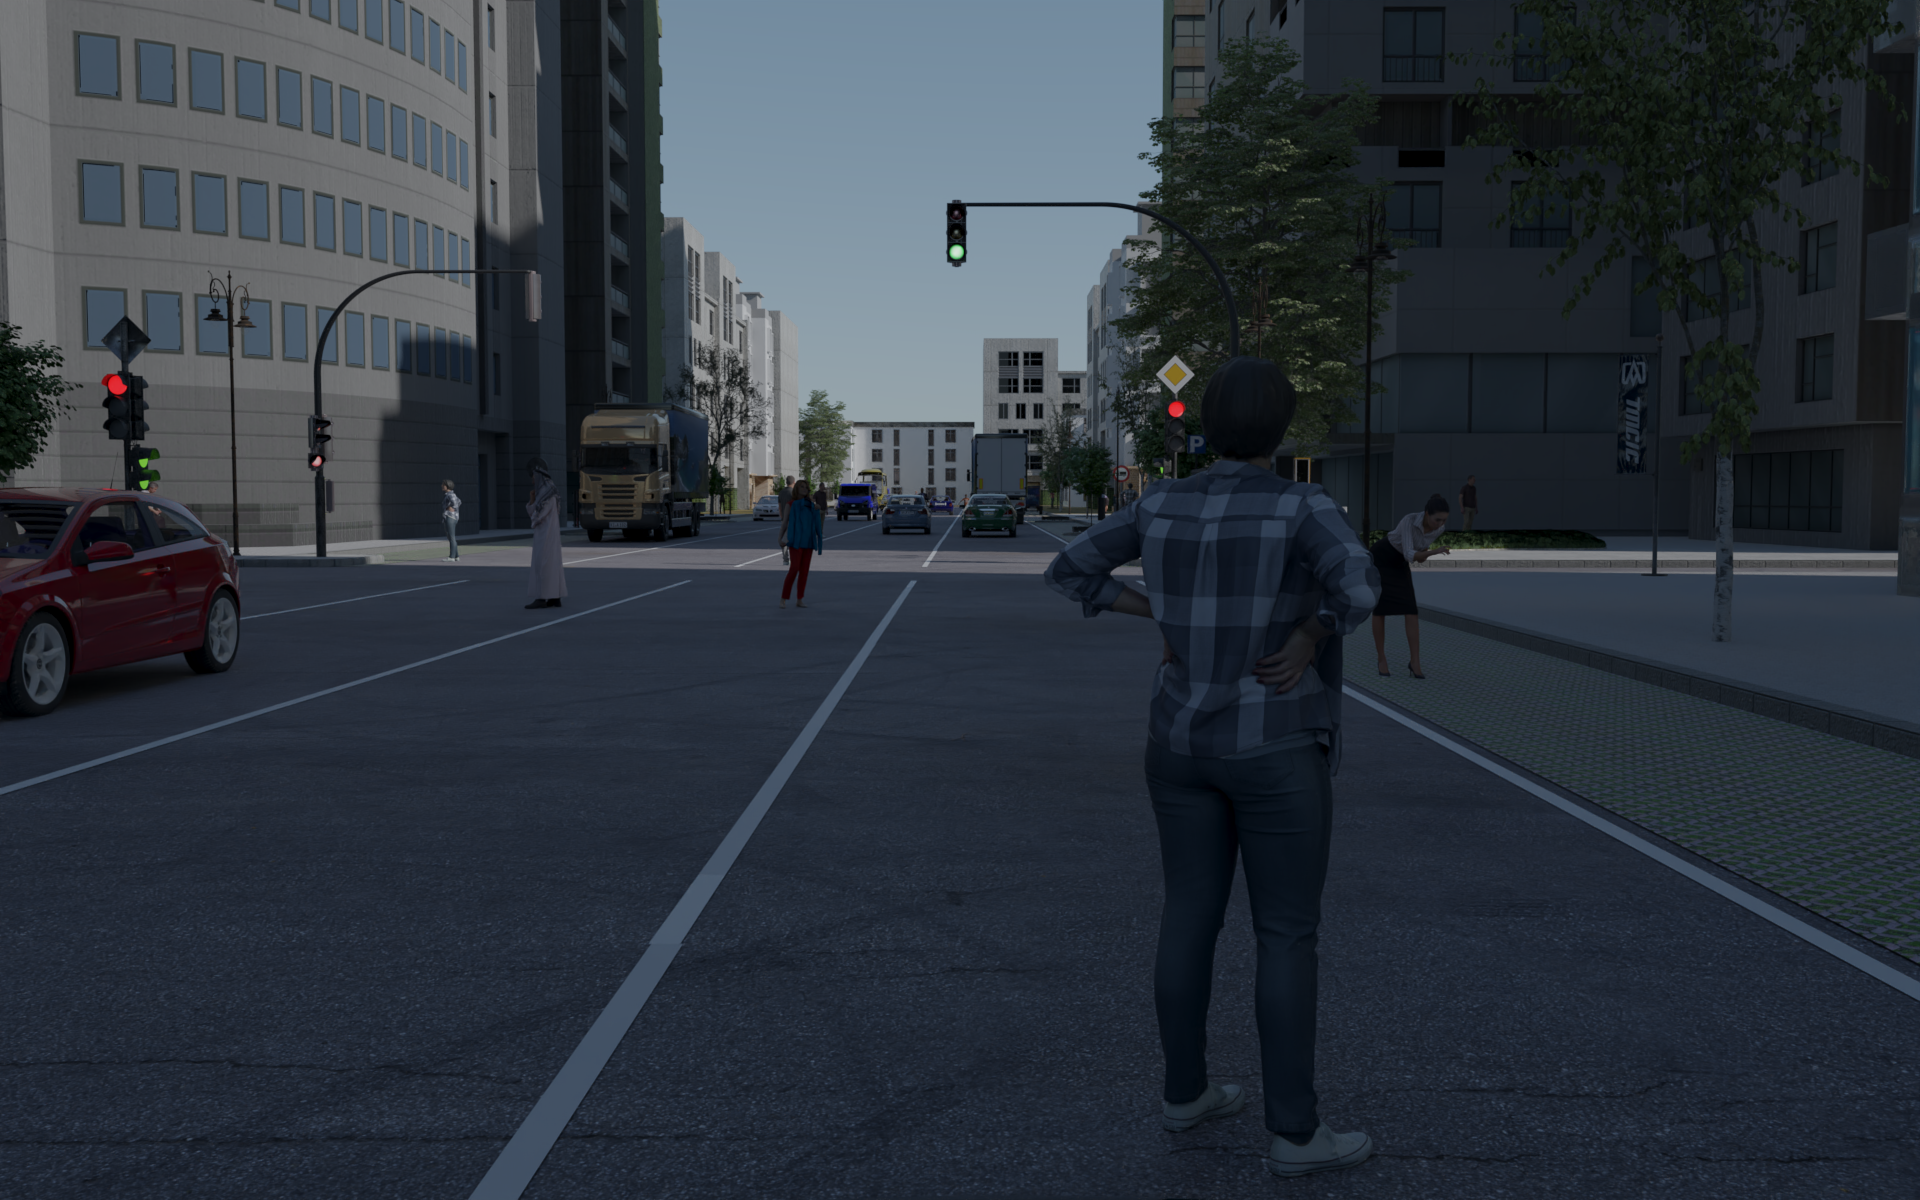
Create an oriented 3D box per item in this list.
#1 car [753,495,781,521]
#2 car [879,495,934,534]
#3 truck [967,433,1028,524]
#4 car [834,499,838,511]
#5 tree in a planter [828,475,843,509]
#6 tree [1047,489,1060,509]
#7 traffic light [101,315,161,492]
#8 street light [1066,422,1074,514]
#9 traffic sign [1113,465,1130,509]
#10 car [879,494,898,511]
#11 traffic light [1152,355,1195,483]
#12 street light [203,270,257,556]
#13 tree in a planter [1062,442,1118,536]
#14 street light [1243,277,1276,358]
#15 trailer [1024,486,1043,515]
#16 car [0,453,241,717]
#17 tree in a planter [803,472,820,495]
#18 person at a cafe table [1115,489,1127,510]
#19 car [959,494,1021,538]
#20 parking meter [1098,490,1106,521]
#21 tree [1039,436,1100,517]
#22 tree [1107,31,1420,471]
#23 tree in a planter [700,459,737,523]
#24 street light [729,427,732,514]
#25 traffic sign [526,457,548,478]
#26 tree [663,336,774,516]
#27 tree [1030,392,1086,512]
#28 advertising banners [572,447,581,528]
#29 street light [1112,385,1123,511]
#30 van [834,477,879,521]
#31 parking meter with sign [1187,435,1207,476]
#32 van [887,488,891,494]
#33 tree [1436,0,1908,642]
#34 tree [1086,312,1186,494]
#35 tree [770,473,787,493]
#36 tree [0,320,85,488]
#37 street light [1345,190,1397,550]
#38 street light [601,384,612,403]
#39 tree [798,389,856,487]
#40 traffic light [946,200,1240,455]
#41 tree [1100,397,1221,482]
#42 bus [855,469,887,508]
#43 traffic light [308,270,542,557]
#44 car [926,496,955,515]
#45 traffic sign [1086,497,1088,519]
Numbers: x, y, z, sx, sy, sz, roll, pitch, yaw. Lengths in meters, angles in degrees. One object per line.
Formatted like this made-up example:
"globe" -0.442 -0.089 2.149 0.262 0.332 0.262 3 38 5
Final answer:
"car" -10.087 -4.959 93.446 2.083 1.381 4.827 0 4 -1
"car" -1.928 -3.102 62.728 2.014 1.417 4.499 0 4 -1
"truck" 1.831 -5.919 85.685 2.839 4.237 11.283 0 4 -1
"car" -9.755 -8.323 148.441 2.083 1.381 4.827 0 4 0
"tree in a planter" -11.704 -10.261 164.986 1.991 3.239 1.994 0 4 0
"tree" 8.209 -9.726 153.626 1.663 3.219 1.824 0 3 0
"traffic light" -13.078 -2.344 27.239 0.839 4.253 0.868 0 4 0
"street light" 6.939 -8.364 109.540 0.468 5.910 1.993 0 4 0
"traffic sign" 7.113 -4.667 76.405 0.768 2.556 0.104 0 4 5
"car" -5.925 -8.454 148.446 2.015 1.641 3.980 0 4 1
"traffic light" 4.326 -2.825 35.104 0.839 4.253 0.868 0 4 0
"street light" -15.090 -3.863 35.942 0.468 5.910 1.993 0 4 0
"tree in a planter" 4.549 -3.827 59.786 1.991 3.239 1.994 0 4 0
"street light" 6.386 -3.930 37.050 0.468 5.910 1.993 0 4 0
"trailer" 4.984 -6.943 120.573 1.471 1.999 3.904 0 4 0
"car" -6.796 -0.209 12.463 2.155 1.783 4.494 0 4 0
"tree in a planter" -11.931 -8.553 137.064 1.991 3.239 1.994 0 4 0
"person at a cafe table" 8.795 -4.910 88.793 1.622 1.524 1.698 -1 4 -18
"car" 1.010 -2.862 58.591 2.131 1.459 4.920 0 4 2
"parking meter" 6.877 -4.629 84.093 0.372 1.533 0.369 0 3 0
"tree" 7.335 -7.030 98.653 4.285 4.588 4.351 0 3 0
"tree" 7.608 -7.681 43.709 7.486 12.596 7.792 0 3 0
"tree in a planter" -12.325 -5.512 87.336 1.991 3.239 1.994 0 4 0
"street light" -14.470 -8.326 108.911 0.468 5.910 1.993 0 4 0
"traffic sign" -14.634 -3.659 59.924 0.768 2.556 0.104 0 4 6
"tree" -14.919 -10.312 103.006 8.767 10.594 7.601 0 4 6
"tree" 7.276 -10.702 125.337 4.360 8.622 3.978 0 3 0
"advertising banners" -14.551 -4.259 65.829 0.090 3.025 2.074 -1 4 -21
"street light" 6.670 -6.144 73.245 0.468 5.910 1.993 0 4 0
"van" -5.567 -5.485 94.062 2.240 2.365 5.245 0 4 2
"parking meter with sign" 6.908 -3.304 50.286 0.543 3.016 1.738 0 4 4
"van" -8.287 -10.770 180.472 2.240 2.365 5.245 0 4 0
"tree" 6.398 -3.944 14.842 4.737 8.622 4.395 0 3 0
"tree" 7.422 -7.292 69.589 4.360 8.622 3.978 0 3 0
"tree" -14.826 -9.171 144.540 1.663 3.219 1.824 0 3 0
"tree" -16.138 -2.721 28.205 4.285 4.588 4.351 0 3 0
"street light" 6.306 -3.300 26.739 0.468 5.910 1.993 0 4 0
"street light" -14.811 -6.112 72.717 0.468 5.910 1.993 0 4 0
"tree" -15.073 -16.507 188.015 7.486 12.596 7.792 0 3 0
"traffic light" 2.170 -3.200 26.994 4.771 5.953 1.251 0 4 0
"tree" 6.965 -4.337 54.627 4.285 4.588 4.351 0 3 0
"bus" -8.687 -11.016 171.664 2.896 3.916 12.252 0 4 -1
"traffic light" -10.923 -3.705 35.243 4.771 5.953 1.251 0 4 0
"car" -1.317 -6.397 117.179 1.945 1.354 3.894 0 4 -1
"traffic sign" 6.589 -5.481 89.726 0.768 2.556 0.104 1 4 9
